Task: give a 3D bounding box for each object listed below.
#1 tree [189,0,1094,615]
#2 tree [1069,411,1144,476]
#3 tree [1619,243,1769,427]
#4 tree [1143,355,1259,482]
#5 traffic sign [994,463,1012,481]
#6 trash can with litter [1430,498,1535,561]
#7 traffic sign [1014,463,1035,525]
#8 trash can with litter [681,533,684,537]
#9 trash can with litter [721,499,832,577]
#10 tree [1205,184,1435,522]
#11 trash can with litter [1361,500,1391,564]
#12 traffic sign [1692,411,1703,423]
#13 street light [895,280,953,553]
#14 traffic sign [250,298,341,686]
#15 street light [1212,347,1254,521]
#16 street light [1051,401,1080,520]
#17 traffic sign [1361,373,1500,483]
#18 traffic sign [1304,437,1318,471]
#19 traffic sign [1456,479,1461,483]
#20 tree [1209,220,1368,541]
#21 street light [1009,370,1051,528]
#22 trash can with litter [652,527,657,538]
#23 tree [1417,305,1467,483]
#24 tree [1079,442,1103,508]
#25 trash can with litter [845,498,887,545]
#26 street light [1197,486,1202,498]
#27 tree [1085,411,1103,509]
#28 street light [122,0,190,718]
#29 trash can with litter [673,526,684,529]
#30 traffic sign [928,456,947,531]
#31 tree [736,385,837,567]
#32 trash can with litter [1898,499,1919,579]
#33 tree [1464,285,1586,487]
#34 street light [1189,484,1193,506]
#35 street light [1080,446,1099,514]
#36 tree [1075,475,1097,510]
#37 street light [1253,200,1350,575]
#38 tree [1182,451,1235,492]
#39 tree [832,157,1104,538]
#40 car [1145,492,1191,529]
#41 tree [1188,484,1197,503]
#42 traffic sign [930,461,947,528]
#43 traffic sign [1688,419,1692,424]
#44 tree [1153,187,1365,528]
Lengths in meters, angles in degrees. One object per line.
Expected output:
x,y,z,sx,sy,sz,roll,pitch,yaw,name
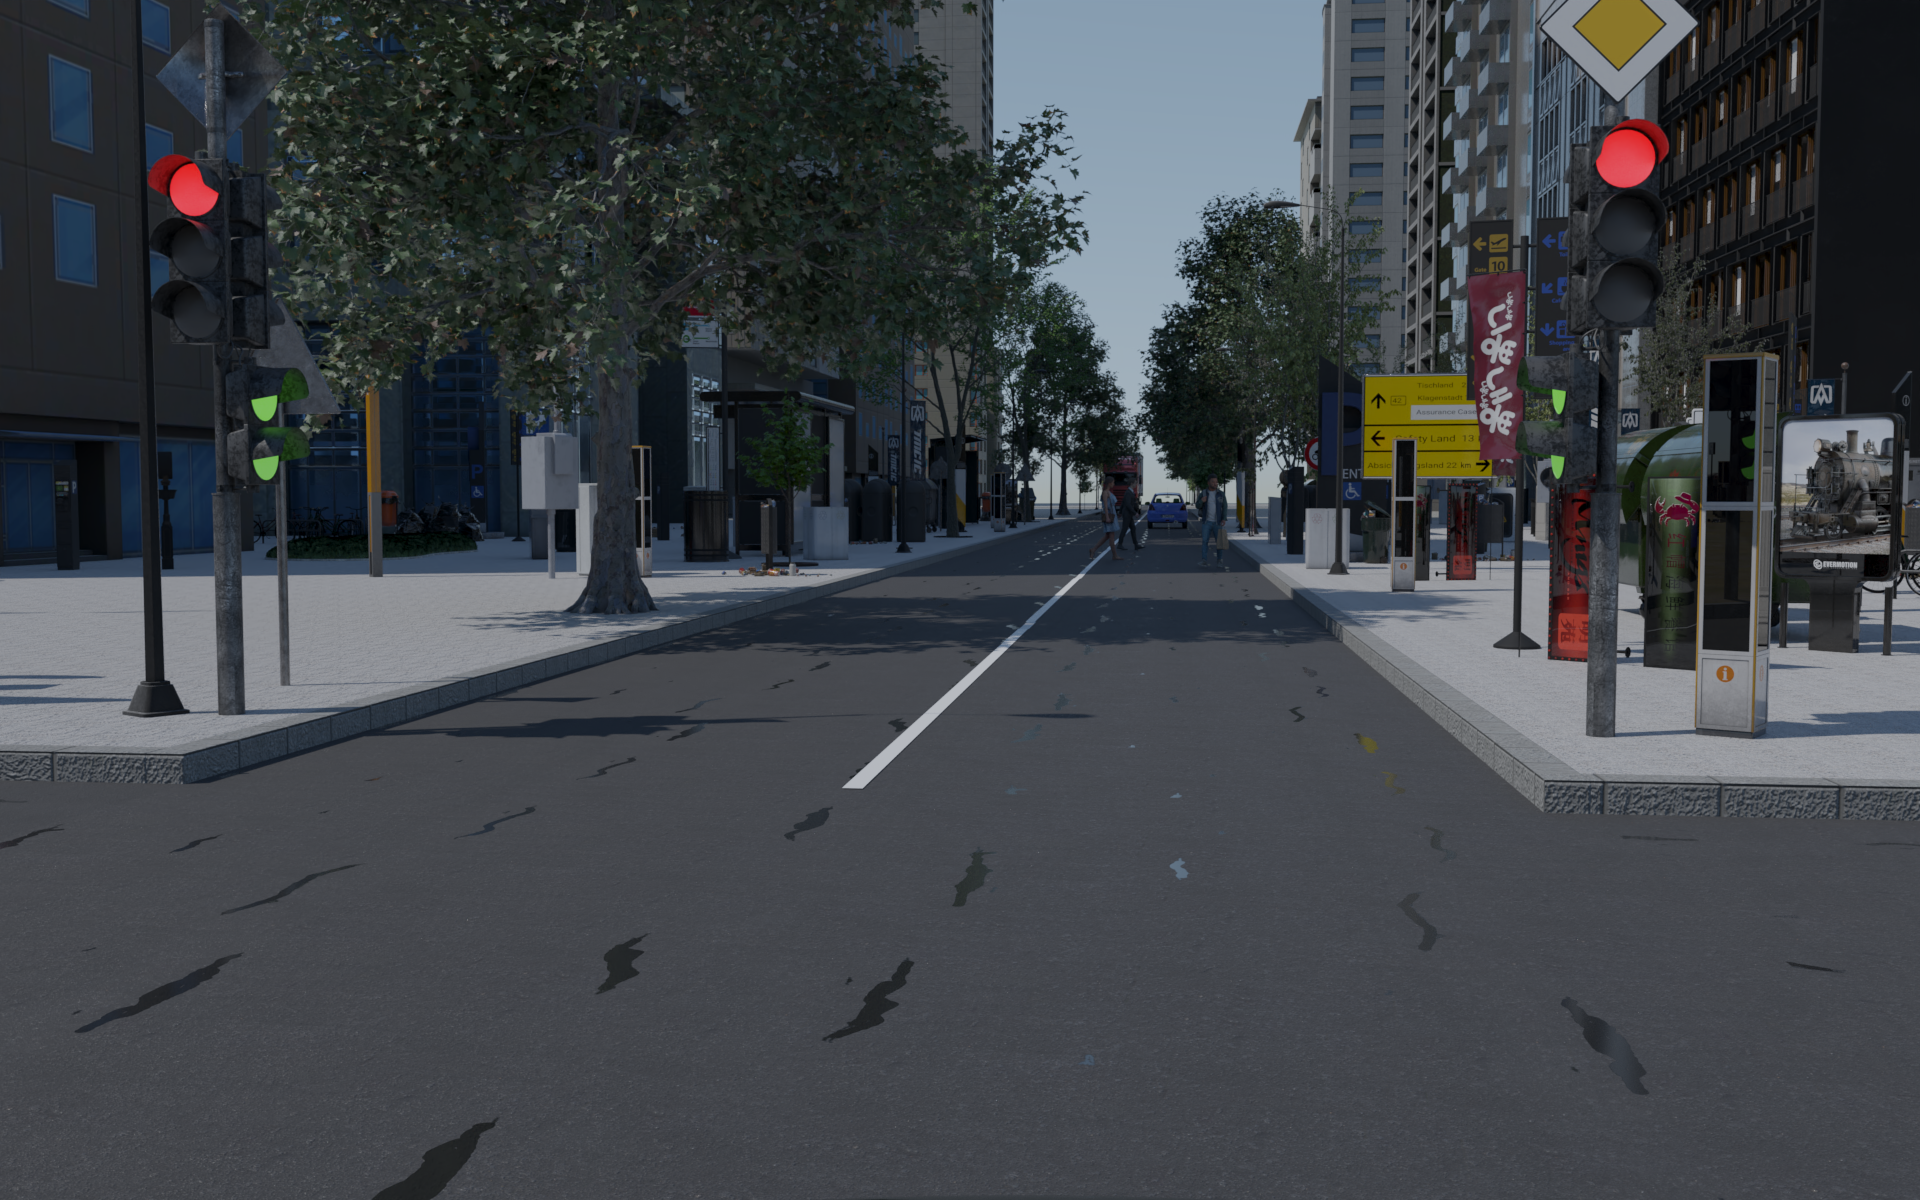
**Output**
-3.733,-6.219,18.691,9.611,12.733,9.660,0,3,0,tree
14.944,-14.959,178.996,8.767,10.594,7.601,1,4,13,tree
21.000,-6.131,50.605,4.360,8.622,3.978,0,3,0,tree
19.442,-14.152,138.037,9.857,13.997,8.962,0,3,0,tree
1.758,-4.351,71.247,0.768,2.556,0.104,1,4,11,traffic sign
9.887,-1.377,33.569,2.233,1.210,1.678,2,4,29,trash can with litter
2.676,-4.375,71.543,0.884,2.594,0.081,1,4,8,traffic sign
-7.485,-2.357,49.916,1.055,1.170,0.624,-3,5,-42,trash can with litter
-2.996,-1.022,27.771,1.678,1.210,2.233,-1,4,-12,trash can with litter
8.249,-5.514,40.509,4.737,8.622,4.395,0,3,0,tree
7.927,-1.259,31.968,1.055,1.170,0.624,1,4,14,trash can with litter
9.083,-1.141,20.793,0.606,2.300,0.079,1,4,15,traffic sign
-0.696,-3.981,37.630,1.470,5.913,1.316,0,4,7,street light
-4.519,-0.705,11.526,0.884,2.594,0.081,1,4,15,traffic sign
8.810,-5.040,54.948,1.470,5.913,1.316,0,4,7,street light
5.098,-6.968,86.474,1.470,5.913,1.316,0,4,7,street light
7.929,-2.162,29.227,2.265,3.308,0.079,1,4,12,traffic sign
7.972,-2.330,38.208,0.768,2.556,0.104,1,4,13,traffic sign
8.700,-1.841,30.214,0.768,2.556,0.104,1,4,14,traffic sign
9.090,-5.946,47.584,4.360,8.622,3.978,0,3,0,tree
2.529,-5.641,64.768,1.470,5.913,1.316,0,4,7,street light
-9.373,-2.433,51.166,1.055,1.170,0.624,-3,4,-36,trash can with litter
19.978,-7.234,68.637,4.360,8.622,3.978,0,3,0,tree
12.899,-12.796,159.571,4.360,8.622,3.978,0,3,0,tree
-2.665,-2.032,44.281,2.233,1.210,1.678,-3,4,-37,trash can with litter
12.099,-6.738,82.712,1.470,5.913,1.316,0,4,7,street light
12.448,-12.390,152.940,4.737,8.622,4.395,0,3,0,tree
-4.154,-2.282,9.854,1.470,5.913,1.316,0,4,7,street light
-9.735,-3.227,63.818,1.678,1.210,2.233,0,4,-6,trash can with litter
-0.663,-3.633,59.409,0.884,2.594,0.081,1,4,12,traffic sign
-3.075,-2.229,31.039,1.663,3.219,1.824,0,3,0,tree
14.798,-0.976,27.010,1.678,1.210,2.233,0,4,1,trash can with litter
19.696,-6.657,59.210,4.737,8.622,4.395,0,3,0,tree
14.659,-8.047,104.103,1.470,5.913,1.316,0,4,7,street light
8.450,-8.654,114.030,1.470,5.913,1.316,0,4,7,street light
9.887,-8.724,137.238,1.663,3.219,1.824,0,3,0,tree
5.500,-3.362,27.515,1.470,5.913,1.316,0,4,7,street light
16.166,-7.844,111.967,4.285,4.588,4.351,0,3,0,tree
-0.199,-7.655,50.919,9.928,11.665,9.643,0,3,0,tree
8.782,-3.896,73.289,1.945,1.707,3.694,0,4,7,car
12.362,-7.808,78.021,4.737,8.622,4.395,0,3,0,tree
-0.777,-3.988,65.303,0.768,2.556,0.104,1,4,14,traffic sign
10.030,-1.290,23.218,0.606,2.300,0.079,1,4,14,traffic sign
10.791,-9.052,65.010,9.611,12.733,9.660,0,3,0,tree
